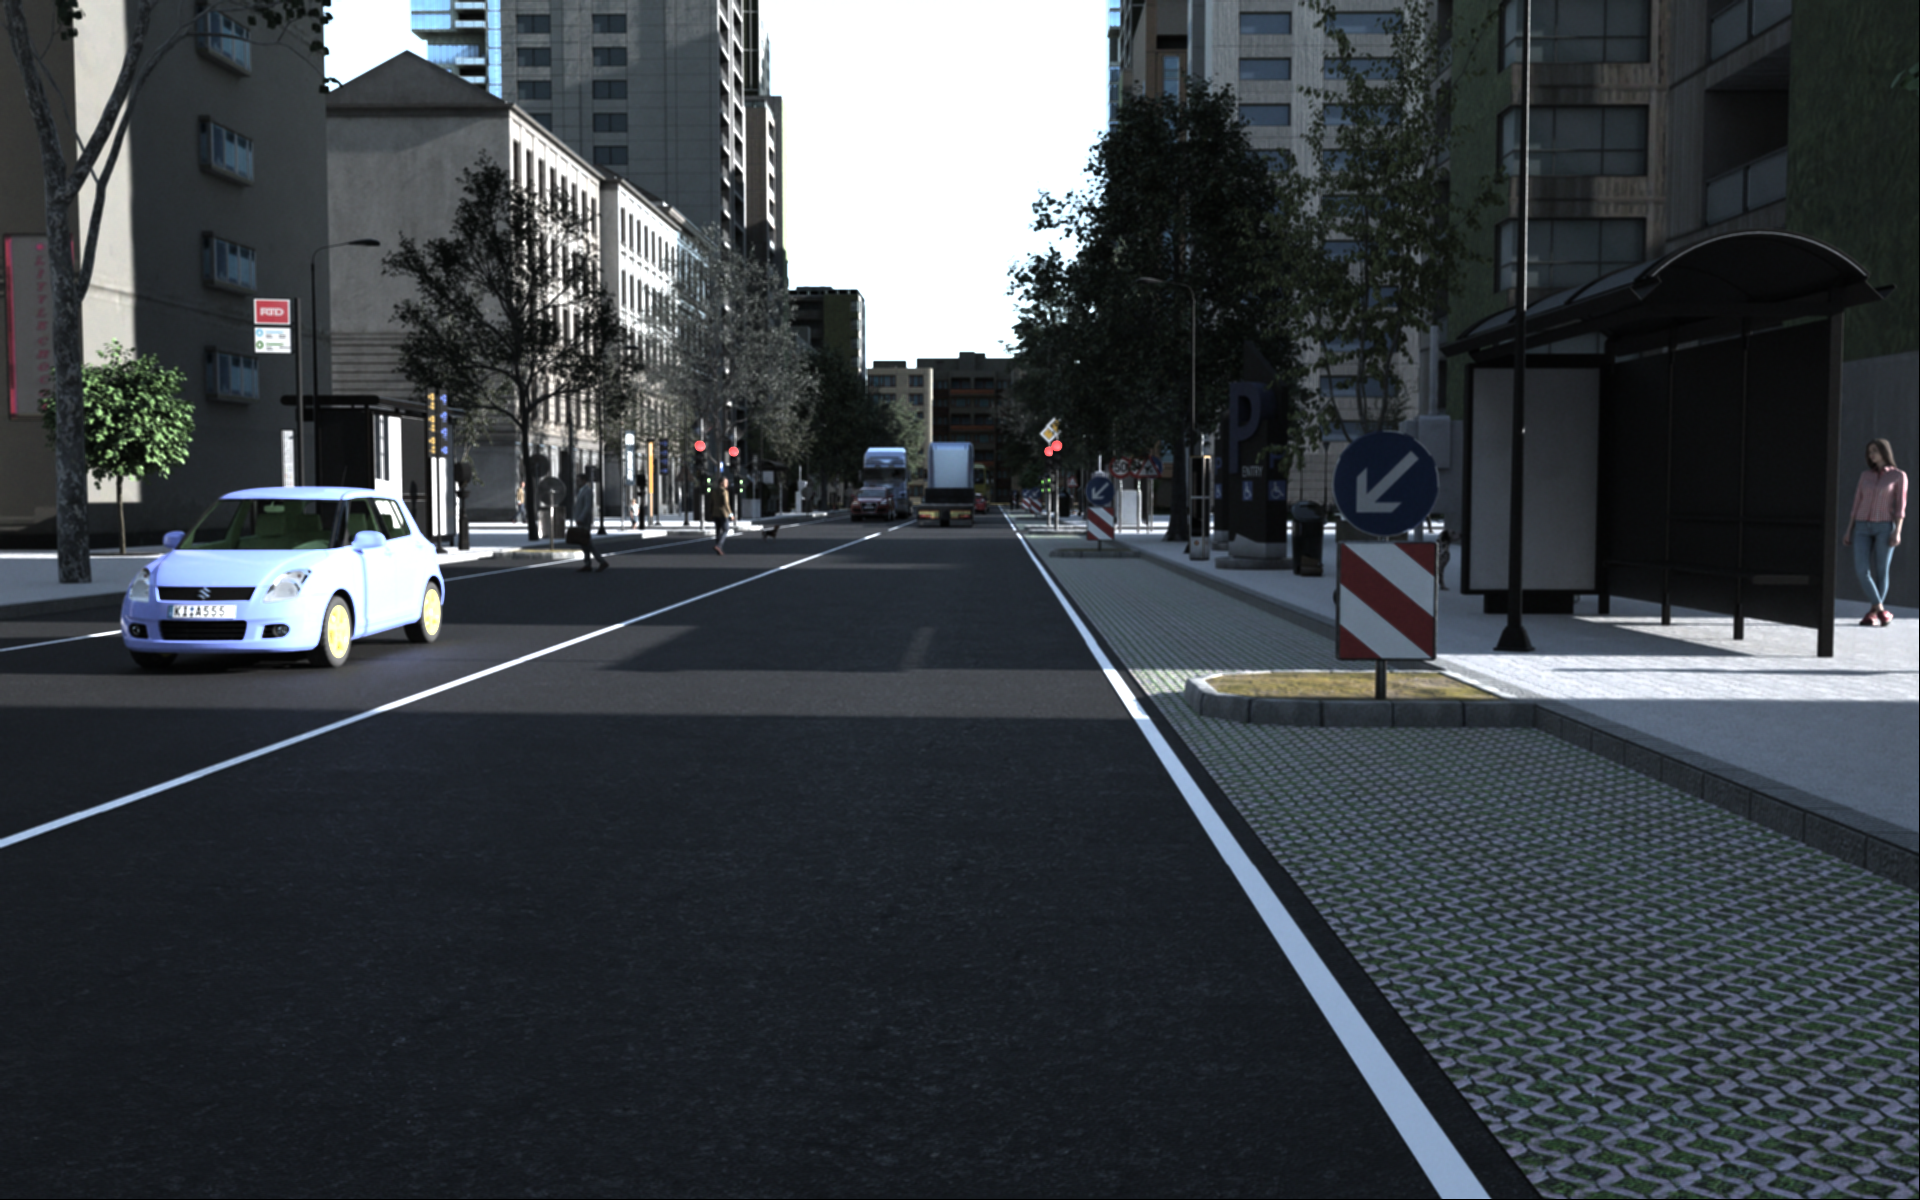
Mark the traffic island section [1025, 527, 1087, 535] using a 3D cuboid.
[{"bbox_3d":[3.437,-2.397,61.465,2.009,0.180,2.903,0,4,1],"label":"traffic island section"}]

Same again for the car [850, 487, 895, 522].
[{"bbox_3d":[-4.592,-5.075,91.655,2.281,1.827,5.304,0,4,2],"label":"car"}]

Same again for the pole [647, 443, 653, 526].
[{"bbox_3d":[-12.350,-4.597,69.007,0.158,3.312,0.155,0,3,0],"label":"pole"}]

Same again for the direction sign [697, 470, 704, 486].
[{"bbox_3d":[-13.140,-5.846,87.579,0.379,3.537,0.876,-2,4,-30],"label":"direction sign"}]

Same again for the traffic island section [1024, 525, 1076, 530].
[{"bbox_3d":[3.580,-2.885,69.449,2.009,0.180,2.903,0,4,1],"label":"traffic island section"}]

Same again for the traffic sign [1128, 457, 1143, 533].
[{"bbox_3d":[5.852,-3.468,56.807,0.768,2.556,0.104,0,4,2],"label":"traffic sign"}]

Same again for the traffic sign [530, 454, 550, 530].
[{"bbox_3d":[-13.291,-3.328,54.524,0.768,2.556,0.104,0,4,7],"label":"traffic sign"}]

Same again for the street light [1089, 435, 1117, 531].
[{"bbox_3d":[4.849,-5.406,60.925,1.470,5.913,1.316,0,4,1],"label":"street light"}]

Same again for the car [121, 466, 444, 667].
[{"bbox_3d":[-5.944,-0.358,15.445,1.945,1.707,3.694,0,4,1],"label":"car"}]

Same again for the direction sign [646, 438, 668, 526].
[{"bbox_3d":[-12.341,-4.809,70.632,0.876,3.537,0.379,-1,4,-8],"label":"direction sign"}]

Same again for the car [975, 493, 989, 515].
[{"bbox_3d":[0.959,-6.929,122.327,2.155,1.783,4.494,0,4,2],"label":"car"}]

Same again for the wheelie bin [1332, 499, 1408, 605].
[{"bbox_3d":[4.635,-0.713,19.569,0.693,1.594,0.980,-3,5,-43],"label":"wheelie bin"}]

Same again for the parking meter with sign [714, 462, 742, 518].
[{"bbox_3d":[-12.385,-5.910,92.890,1.738,3.016,0.543,3,5,41],"label":"parking meter with sign"}]

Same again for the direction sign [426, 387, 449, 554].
[{"bbox_3d":[-11.222,-2.767,37.235,0.379,3.537,0.876,1,4,11],"label":"direction sign"}]

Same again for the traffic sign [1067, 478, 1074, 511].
[{"bbox_3d":[8.560,-8.184,133.918,0.768,2.556,0.104,0,4,5],"label":"traffic sign"}]

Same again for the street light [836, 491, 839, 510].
[{"bbox_3d":[-9.303,-10.151,138.510,1.470,5.913,1.316,0,4,1],"label":"street light"}]

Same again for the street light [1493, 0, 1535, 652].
[{"bbox_3d":[4.017,-2.541,14.082,1.470,5.913,1.316,0,4,1],"label":"street light"}]

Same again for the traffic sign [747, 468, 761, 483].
[{"bbox_3d":[-10.445,-5.380,87.692,0.795,2.593,0.064,0,4,5],"label":"traffic sign"}]

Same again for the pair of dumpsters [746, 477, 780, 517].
[{"bbox_3d":[-11.135,-5.796,97.255,1.574,2.255,4.437,0,4,1],"label":"pair of dumpsters"}]

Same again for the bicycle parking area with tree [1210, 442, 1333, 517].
[{"bbox_3d":[17.814,-6.609,95.052,8.231,4.147,9.016,-1,4,-8],"label":"bicycle parking area with tree"}]

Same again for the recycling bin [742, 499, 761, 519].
[{"bbox_3d":[-10.715,-4.669,88.893,0.722,1.027,0.722,3,4,36],"label":"recycling bin"}]

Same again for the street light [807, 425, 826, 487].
[{"bbox_3d":[-9.677,-8.775,116.014,1.470,5.913,1.316,0,4,1],"label":"street light"}]

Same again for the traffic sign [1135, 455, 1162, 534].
[{"bbox_3d":[6.095,-3.432,56.118,0.884,2.594,0.081,0,4,3],"label":"traffic sign"}]

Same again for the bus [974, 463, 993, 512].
[{"bbox_3d":[1.037,-8.993,138.574,2.896,3.916,12.252,0,4,3],"label":"bus"}]

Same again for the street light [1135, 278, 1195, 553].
[{"bbox_3d":[4.467,-3.964,37.356,1.470,5.913,1.316,0,4,1],"label":"street light"}]

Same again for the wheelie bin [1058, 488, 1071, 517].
[{"bbox_3d":[5.803,-5.432,96.724,0.693,1.594,0.980,0,4,-4],"label":"wheelie bin"}]

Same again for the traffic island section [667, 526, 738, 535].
[{"bbox_3d":[-9.202,-2.411,61.696,2.009,0.180,2.903,0,4,1],"label":"traffic island section"}]

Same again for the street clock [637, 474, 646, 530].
[{"bbox_3d":[-11.393,-3.512,61.996,0.358,2.002,0.471,0,4,3],"label":"street clock"}]

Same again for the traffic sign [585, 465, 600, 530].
[{"bbox_3d":[-13.063,-3.639,61.626,0.606,2.300,0.079,1,4,10],"label":"traffic sign"}]

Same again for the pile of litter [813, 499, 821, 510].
[{"bbox_3d":[-11.602,-7.764,140.912,1.719,0.858,1.176,-3,5,-40],"label":"pile of litter"}]

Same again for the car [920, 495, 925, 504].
[{"bbox_3d":[-3.463,-11.443,198.890,2.131,1.459,4.920,0,4,1],"label":"car"}]

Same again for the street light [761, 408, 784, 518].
[{"bbox_3d":[-10.107,-7.365,92.955,1.470,5.913,1.316,0,4,1],"label":"street light"}]

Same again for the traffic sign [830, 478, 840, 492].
[{"bbox_3d":[-9.940,-8.415,137.683,0.768,2.556,0.104,1,4,10],"label":"traffic sign"}]

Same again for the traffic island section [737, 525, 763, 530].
[{"bbox_3d":[-9.059,-2.899,69.680,2.009,0.180,2.903,0,4,1],"label":"traffic island section"}]

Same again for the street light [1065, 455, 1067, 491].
[{"bbox_3d":[5.208,-6.332,76.076,1.470,5.913,1.316,0,4,1],"label":"street light"}]

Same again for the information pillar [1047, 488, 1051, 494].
[{"bbox_3d":[6.366,-7.257,123.143,0.304,2.012,0.304,3,4,38],"label":"information pillar"}]

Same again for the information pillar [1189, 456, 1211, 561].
[{"bbox_3d":[4.648,-1.777,33.550,0.304,2.012,0.304,2,4,32],"label":"information pillar"}]

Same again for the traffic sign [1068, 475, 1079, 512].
[{"bbox_3d":[7.837,-7.377,120.613,0.884,2.594,0.081,0,4,8],"label":"traffic sign"}]

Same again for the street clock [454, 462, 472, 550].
[{"bbox_3d":[-11.352,-2.141,39.575,0.358,2.002,0.471,-3,5,-41],"label":"street clock"}]

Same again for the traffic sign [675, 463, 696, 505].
[{"bbox_3d":[-11.423,-4.403,71.986,0.884,2.594,0.081,0,4,4],"label":"traffic sign"}]

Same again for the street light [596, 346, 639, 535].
[{"bbox_3d":[-10.738,-5.004,54.353,1.470,5.913,1.316,0,4,1],"label":"street light"}]

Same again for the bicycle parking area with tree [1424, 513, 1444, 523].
[{"bbox_3d":[24.643,-5.614,78.786,9.016,4.147,8.231,1,4,15],"label":"bicycle parking area with tree"}]

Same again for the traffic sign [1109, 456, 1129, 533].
[{"bbox_3d":[5.285,-3.486,57.101,0.768,2.556,0.104,0,4,2],"label":"traffic sign"}]

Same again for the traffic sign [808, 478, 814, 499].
[{"bbox_3d":[-12.081,-8.476,138.686,0.768,2.556,0.104,0,4,3],"label":"traffic sign"}]

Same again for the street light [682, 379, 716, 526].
[{"bbox_3d":[-10.502,-5.948,69.791,1.470,5.913,1.316,0,4,1],"label":"street light"}]

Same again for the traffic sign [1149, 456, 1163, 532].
[{"bbox_3d":[6.482,-3.577,58.592,0.768,2.556,0.104,0,4,8],"label":"traffic sign"}]

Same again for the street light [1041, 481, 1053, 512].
[{"bbox_3d":[5.499,-7.731,98.935,1.470,5.913,1.316,0,4,1],"label":"street light"}]

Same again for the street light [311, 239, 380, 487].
[{"bbox_3d":[-11.253,-3.618,31.690,1.470,5.913,1.316,0,4,1],"label":"street light"}]
